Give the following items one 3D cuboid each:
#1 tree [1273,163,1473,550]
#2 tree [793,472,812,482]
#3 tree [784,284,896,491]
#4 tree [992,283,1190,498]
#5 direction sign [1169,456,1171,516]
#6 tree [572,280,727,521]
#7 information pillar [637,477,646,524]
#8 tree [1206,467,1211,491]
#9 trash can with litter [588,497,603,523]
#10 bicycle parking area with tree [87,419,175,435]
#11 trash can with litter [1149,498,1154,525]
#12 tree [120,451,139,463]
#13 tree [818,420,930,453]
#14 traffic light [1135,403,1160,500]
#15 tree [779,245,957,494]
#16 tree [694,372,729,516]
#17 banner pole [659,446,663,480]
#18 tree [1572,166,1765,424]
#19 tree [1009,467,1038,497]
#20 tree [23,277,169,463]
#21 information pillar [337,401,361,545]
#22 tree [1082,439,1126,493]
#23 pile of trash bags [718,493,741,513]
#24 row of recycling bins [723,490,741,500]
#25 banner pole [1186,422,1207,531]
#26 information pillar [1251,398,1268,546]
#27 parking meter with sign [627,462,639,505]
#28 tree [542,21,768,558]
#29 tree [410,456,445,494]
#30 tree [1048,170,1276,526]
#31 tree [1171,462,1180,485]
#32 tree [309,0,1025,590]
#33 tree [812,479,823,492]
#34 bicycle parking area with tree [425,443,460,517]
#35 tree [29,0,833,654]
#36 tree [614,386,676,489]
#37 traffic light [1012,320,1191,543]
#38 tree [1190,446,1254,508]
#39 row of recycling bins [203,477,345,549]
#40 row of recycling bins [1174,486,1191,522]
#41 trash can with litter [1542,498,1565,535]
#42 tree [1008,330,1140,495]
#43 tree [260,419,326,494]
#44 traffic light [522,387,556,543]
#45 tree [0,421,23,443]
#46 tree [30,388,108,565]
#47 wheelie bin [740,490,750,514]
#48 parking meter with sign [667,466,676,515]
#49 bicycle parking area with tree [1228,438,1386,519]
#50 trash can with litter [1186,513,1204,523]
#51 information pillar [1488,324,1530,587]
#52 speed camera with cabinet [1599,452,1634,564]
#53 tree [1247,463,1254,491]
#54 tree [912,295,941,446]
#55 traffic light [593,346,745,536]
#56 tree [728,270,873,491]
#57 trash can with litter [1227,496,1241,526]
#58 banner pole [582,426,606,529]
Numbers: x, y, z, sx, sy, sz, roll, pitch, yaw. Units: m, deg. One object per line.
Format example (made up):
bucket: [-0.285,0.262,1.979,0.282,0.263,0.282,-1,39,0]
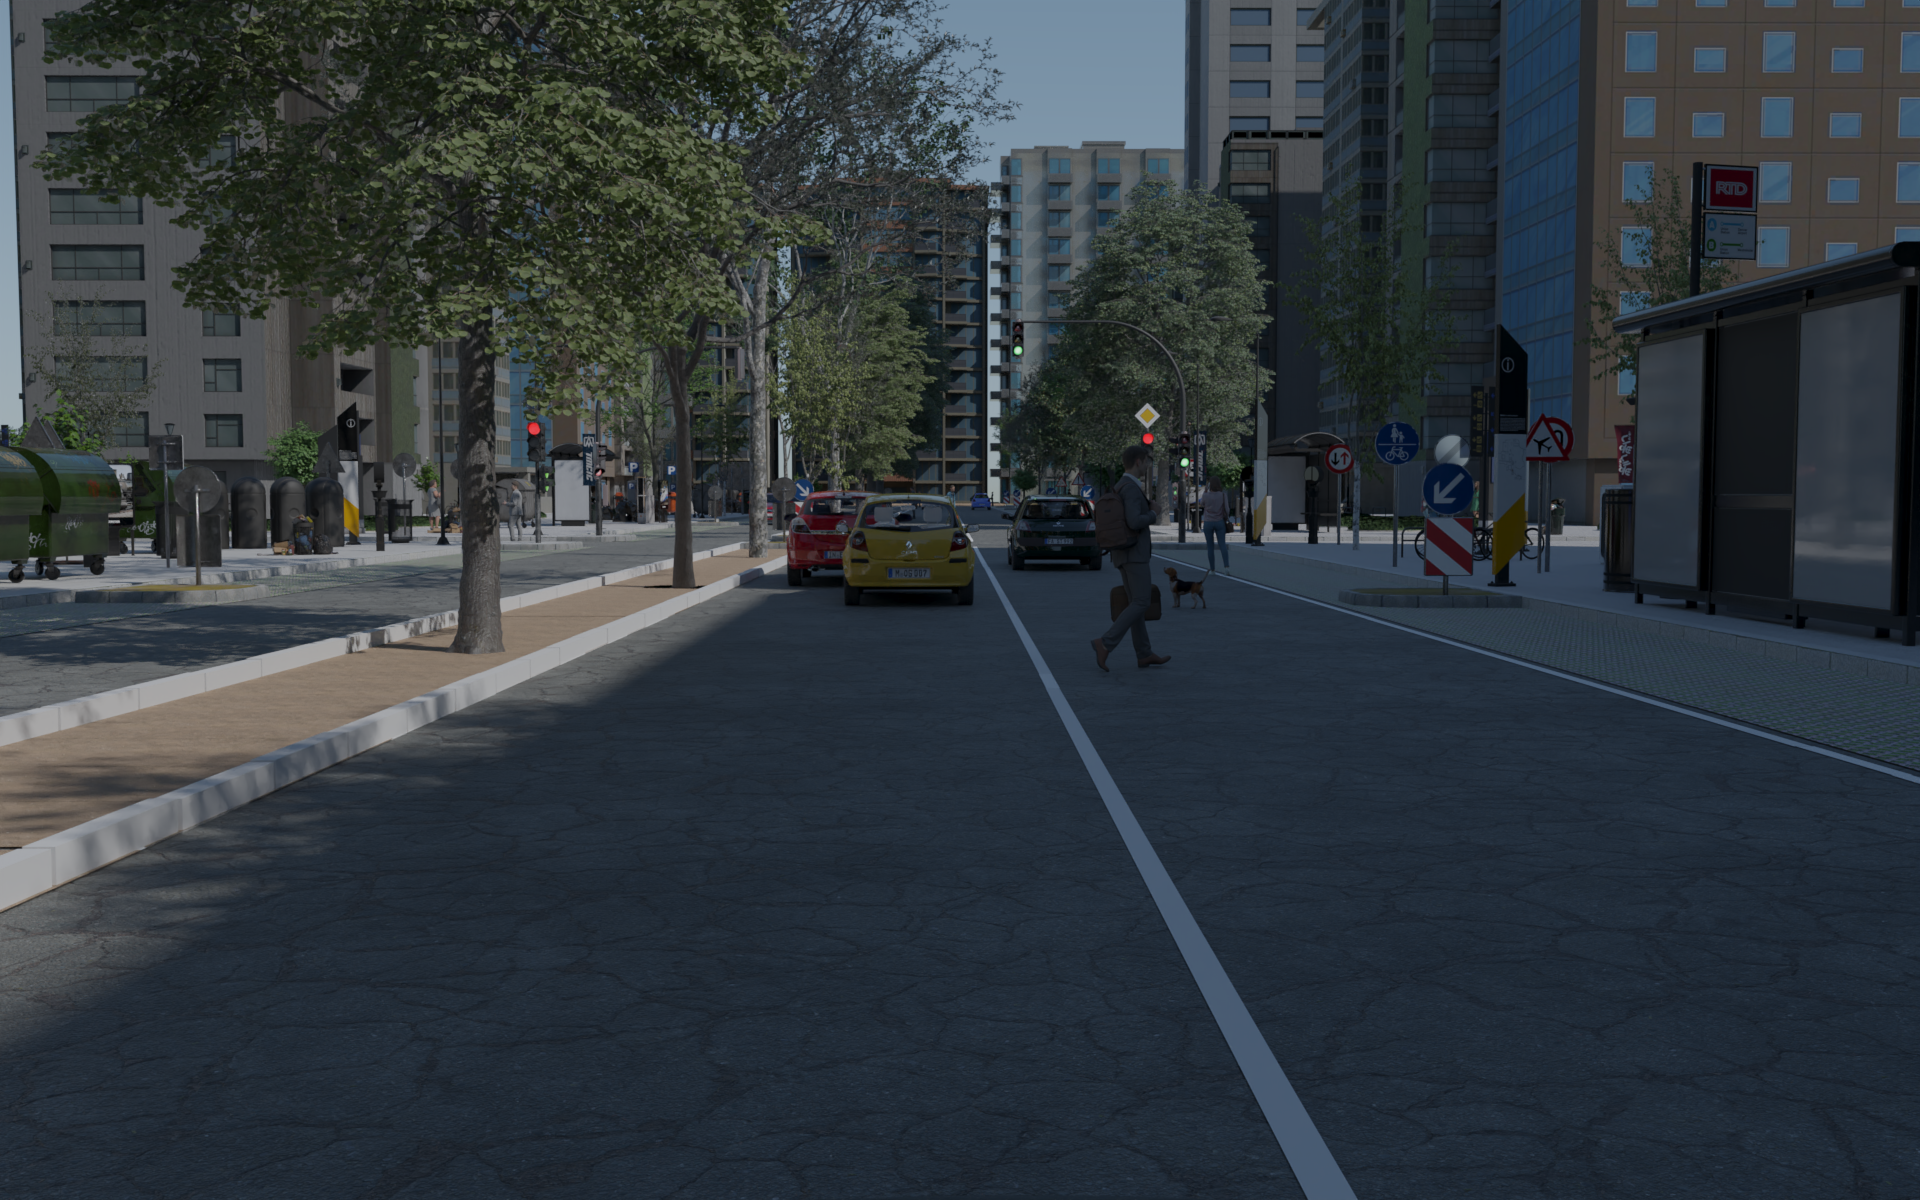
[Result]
tree: [9.320,-5.449,39.446,4.737,8.622,4.395,0,3,0]
tree: [-14.215,-9.664,152.612,1.663,3.219,1.824,0,3,0]
tree: [-4.247,-6.571,60.253,4.360,8.622,3.978,0,3,0]
tree: [7.578,-9.798,85.947,9.928,11.665,9.643,0,3,0]
direction sign: [12.249,-6.737,102.153,0.379,3.537,0.876,-1,4,-15]
tree: [-14.778,-9.637,83.324,9.928,11.665,9.643,0,3,0]
information pillar: [-13.684,-4.278,74.440,0.304,2.012,0.304,0,4,4]
tree: [14.452,-6.768,105.264,1.663,3.219,1.824,0,3,0]
trash can with litter: [-15.942,-3.914,75.373,0.624,1.170,1.055,0,4,5]
bicycle parking area with tree: [-32.220,-4.931,67.627,9.016,4.147,8.231,1,4,21]
trash can with litter: [7.870,-3.668,71.358,0.624,1.170,1.055,-2,4,-24]
tree: [-36.625,-4.987,76.143,1.663,3.219,1.824,0,3,0]
tree: [-5.602,-10.819,113.755,8.767,10.594,7.601,0,4,0]
traffic light: [5.750,-3.947,53.461,0.839,4.253,0.868,0,4,0]
tree: [-4.648,-11.004,89.027,9.857,13.997,8.962,0,3,0]
tree: [-13.592,-9.157,100.079,4.737,8.622,4.395,0,3,0]
banner pole: [-15.576,-6.125,90.162,0.401,3.779,0.863,-2,4,-23]
tree: [15.970,-5.382,38.350,4.737,8.622,4.395,0,3,0]
tree: [7.044,-12.510,188.246,4.285,4.588,4.351,0,3,0]
tree: [-29.896,-6.685,59.661,4.360,8.622,3.978,0,3,0]
information pillar: [-15.427,-3.201,43.694,0.504,3.616,0.183,-2,4,-32]
tree: [8.595,-6.966,97.605,4.285,4.588,4.351,0,3,0]
pile of trash bags: [-16.365,-6.976,123.815,1.912,1.369,3.447,2,4,26]
row of recycling bins: [-16.084,-7.309,126.619,3.534,1.692,1.069,1,4,9]
banner pole: [8.192,-4.302,60.356,0.863,3.779,0.401,1,4,19]
information pillar: [7.394,-3.137,42.638,0.183,3.616,0.504,3,5,41]
parking meter with sign: [-17.909,-6.008,94.499,0.543,3.016,1.738,0,4,-2]
tree: [-5.749,-11.056,39.105,12.611,20.169,13.585,0,3,0]
tree: [-27.064,-5.702,87.829,1.663,3.219,1.824,0,3,0]
tree: [8.286,-9.977,69.786,9.857,13.997,8.962,0,3,0]
tree: [16.221,-8.313,119.628,4.285,4.588,4.351,0,3,0]
tree: [-4.146,-6.901,25.656,12.009,13.543,11.850,0,3,0]
tree: [-15.197,-11.547,183.401,1.663,3.219,1.824,0,3,0]
bicycle parking area with tree: [-31.017,-6.780,97.853,8.231,4.147,9.016,1,4,14]
tree: [-4.440,-5.815,15.658,7.486,12.596,7.792,0,3,0]
tree: [-21.203,-10.120,115.818,4.360,8.622,3.978,0,3,0]
traffic light: [3.723,-4.321,45.318,4.771,5.953,1.251,0,4,0]
tree: [17.796,-7.940,113.530,4.285,4.588,4.351,0,3,0]
row of recycling bins: [-16.386,-2.077,41.066,3.534,1.692,1.069,-3,5,-40]
row of recycling bins: [10.461,-4.466,80.138,1.069,1.692,3.534,1,4,14]
trash can with litter: [18.570,-2.637,54.499,0.624,1.170,1.055,-1,4,-13]
tree: [8.125,-12.172,116.013,9.611,12.733,9.660,0,3,0]
tree: [-28.776,-5.628,75.732,4.285,4.588,4.351,0,3,0]
traffic light: [-11.047,-3.450,45.325,0.839,4.253,0.868,0,4,0]
tree: [-66.837,-9.130,112.182,11.467,7.101,20.602,-1,4,-12]
tree: [-16.508,-2.265,31.630,1.663,3.219,1.824,0,3,0]
wheelie bin: [-13.663,-6.338,111.541,0.980,1.594,0.693,-1,4,-14]
parking meter with sign: [-17.712,-6.753,106.665,0.543,3.016,1.738,-1,4,-12]
bicycle parking area with tree: [17.606,-6.287,89.788,8.231,4.147,9.016,0,4,6]
trash can with litter: [10.657,-3.950,75.637,2.233,1.210,1.678,1,4,15]
information pillar: [7.606,-1.996,23.983,0.504,3.616,0.183,-1,4,-20]
speed camera with cabinet: [11.992,-2.218,30.602,0.660,3.252,2.038,0,4,-2]
tree: [18.781,-7.046,109.810,1.663,3.219,1.824,0,3,0]
tree: [-4.778,-9.745,79.922,7.486,12.596,7.792,0,3,0]
traffic light: [-9.020,-4.813,53.362,4.771,5.953,1.251,0,4,0]
tree: [-4.832,-6.281,55.509,4.737,8.622,4.395,0,3,0]
trash can with litter: [11.496,-3.570,69.434,1.678,1.210,2.233,3,5,41]
banner pole: [-13.344,-4.471,63.111,0.863,3.779,0.401,0,4,-3]
